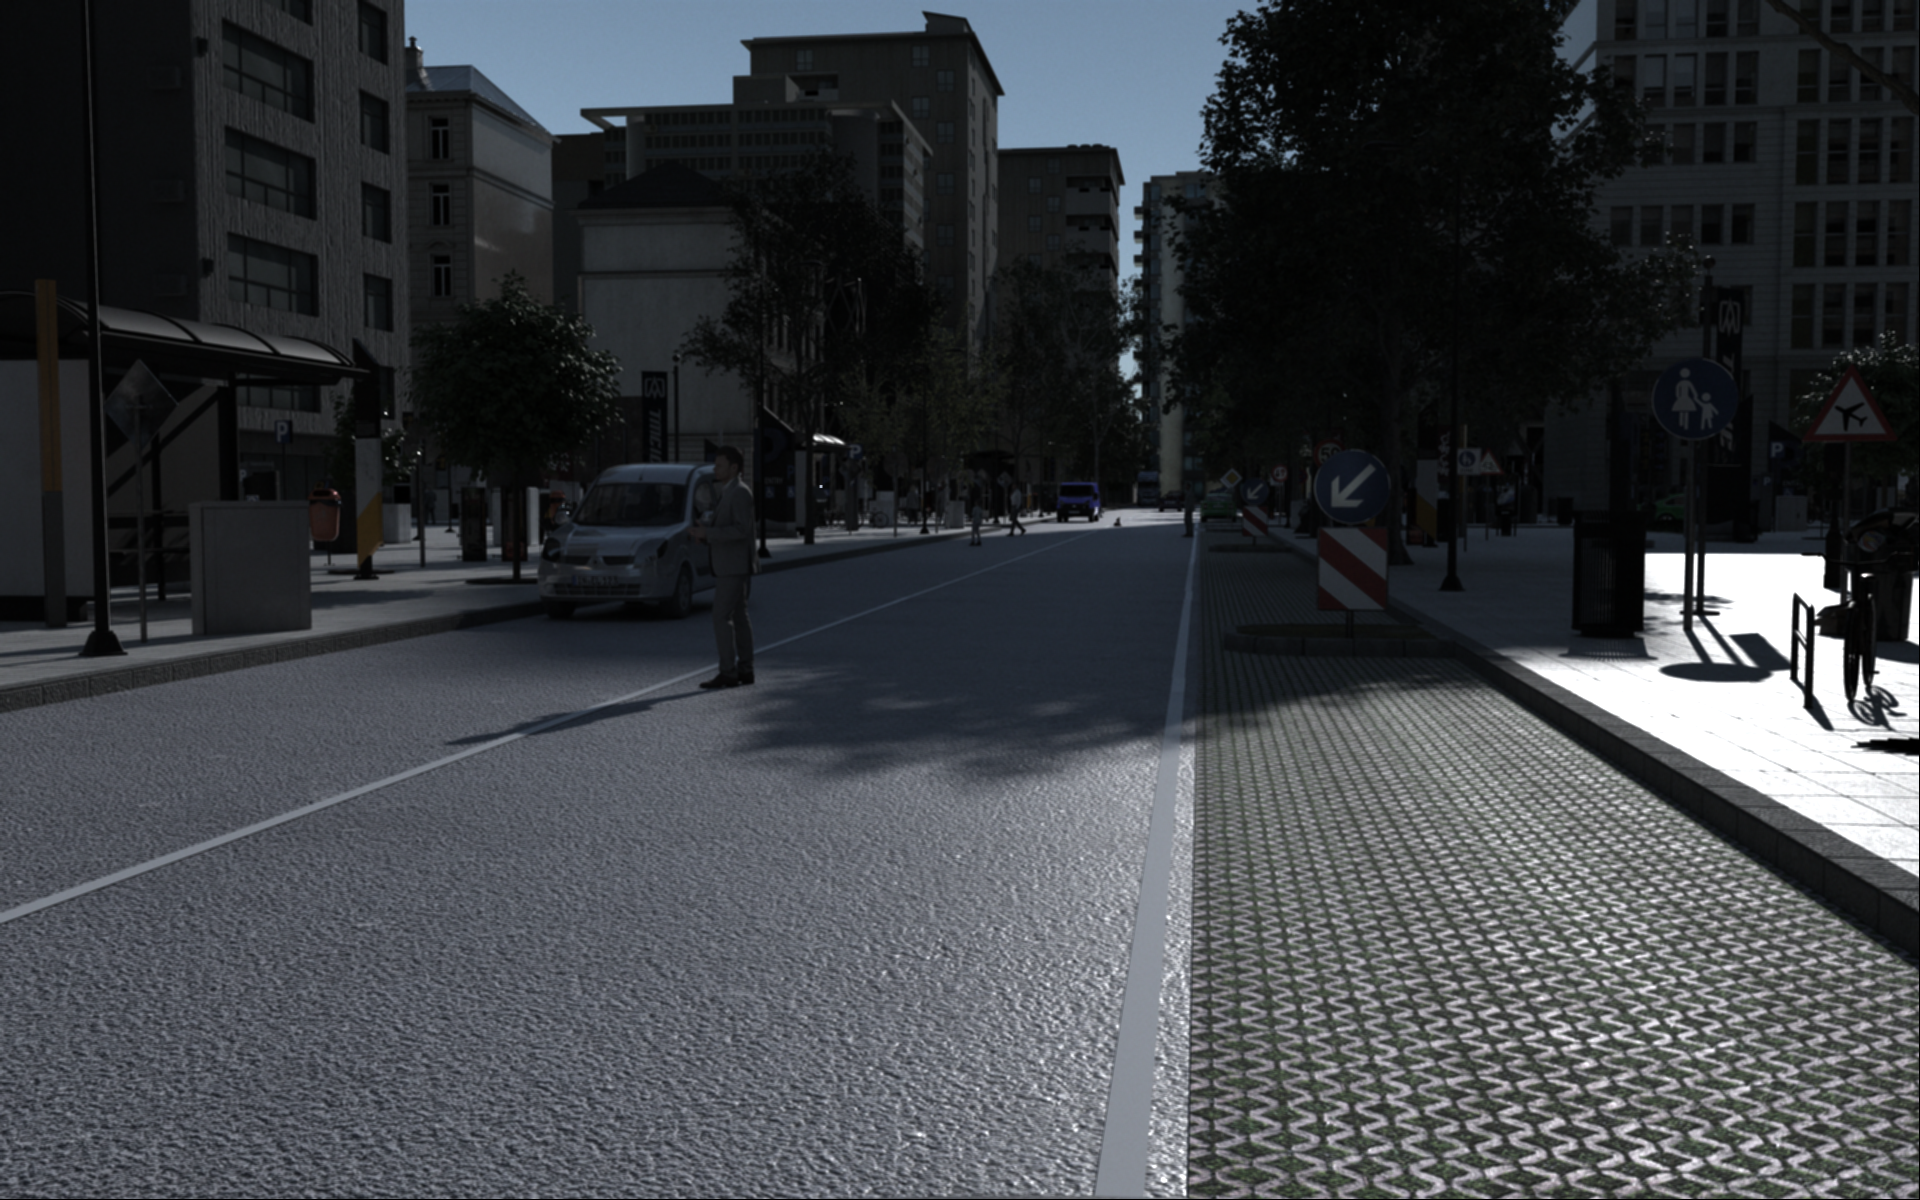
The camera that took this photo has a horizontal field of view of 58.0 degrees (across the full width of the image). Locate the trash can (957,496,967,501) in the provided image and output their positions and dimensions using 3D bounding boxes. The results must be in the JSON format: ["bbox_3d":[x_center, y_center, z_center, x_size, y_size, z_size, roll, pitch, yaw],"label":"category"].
[{"bbox_3d":[0.211,-5.935,108.683,0.748,1.137,0.748,0,3,0],"label":"trash can"}]

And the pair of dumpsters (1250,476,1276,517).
[{"bbox_3d":[16.623,-5.683,95.406,1.574,2.255,4.437,0,4,8],"label":"pair of dumpsters"}]

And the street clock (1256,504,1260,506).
[{"bbox_3d":[15.589,-5.257,90.527,0.358,2.002,0.471,-2,4,-34],"label":"street clock"}]

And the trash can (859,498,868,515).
[{"bbox_3d":[-5.943,-5.783,106.205,0.748,1.137,0.748,0,3,0],"label":"trash can"}]

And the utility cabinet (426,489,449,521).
[{"bbox_3d":[-24.893,-4.524,82.653,1.173,1.500,0.318,1,4,19],"label":"utility cabinet"}]

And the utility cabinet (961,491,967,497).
[{"bbox_3d":[0.651,-7.774,135.783,1.173,1.500,0.318,1,4,9],"label":"utility cabinet"}]

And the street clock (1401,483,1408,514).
[{"bbox_3d":[28.870,-6.607,112.602,0.358,2.002,0.471,3,5,43],"label":"street clock"}]

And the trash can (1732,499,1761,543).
[{"bbox_3d":[20.618,-2.067,45.452,0.748,1.137,0.748,0,3,0],"label":"trash can"}]

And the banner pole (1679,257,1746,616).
[{"bbox_3d":[8.089,-1.742,18.491,0.863,3.779,0.401,-2,4,-32],"label":"banner pole"}]

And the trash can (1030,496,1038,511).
[{"bbox_3d":[5.515,-7.229,129.854,0.748,1.137,0.748,0,3,0],"label":"trash can"}]

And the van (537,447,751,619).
[{"bbox_3d":[-3.783,-0.872,21.267,2.013,2.044,4.112,0,4,8],"label":"van"}]

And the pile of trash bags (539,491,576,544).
[{"bbox_3d":[-10.873,-2.210,45.878,1.912,1.369,3.447,0,4,-6],"label":"pile of trash bags"}]

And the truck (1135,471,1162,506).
[{"bbox_3d":[23.000,-13.374,208.416,2.967,4.110,18.799,1,4,9],"label":"truck"}]

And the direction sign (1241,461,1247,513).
[{"bbox_3d":[19.549,-7.772,119.066,0.379,3.537,0.876,2,4,28],"label":"direction sign"}]

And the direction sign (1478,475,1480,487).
[{"bbox_3d":[29.993,-6.613,100.123,0.379,3.537,0.876,1,4,13],"label":"direction sign"}]

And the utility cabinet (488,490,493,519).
[{"bbox_3d":[-22.935,-4.740,86.174,1.173,1.500,0.318,2,4,33],"label":"utility cabinet"}]

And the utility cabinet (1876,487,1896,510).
[{"bbox_3d":[29.577,-2.810,54.616,1.173,1.500,0.318,3,4,37],"label":"utility cabinet"}]

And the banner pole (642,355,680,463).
[{"bbox_3d":[-5.316,-2.515,31.145,0.863,3.779,0.401,-2,4,-23],"label":"banner pole"}]

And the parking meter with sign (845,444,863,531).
[{"bbox_3d":[-3.782,-3.944,60.746,0.543,3.016,1.738,-1,4,-11],"label":"parking meter with sign"}]

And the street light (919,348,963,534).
[{"bbox_3d":[-0.600,-5.064,55.345,1.470,5.913,1.316,0,4,8],"label":"street light"}]

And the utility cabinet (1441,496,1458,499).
[{"bbox_3d":[18.061,-3.232,64.004,0.306,1.237,1.020,0,4,-4],"label":"utility cabinet"}]

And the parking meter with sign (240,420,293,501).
[{"bbox_3d":[-16.391,-2.690,40.240,0.543,3.016,1.738,2,4,32],"label":"parking meter with sign"}]

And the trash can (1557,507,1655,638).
[{"bbox_3d":[5.835,-0.240,15.578,0.748,1.137,0.748,0,3,0],"label":"trash can"}]

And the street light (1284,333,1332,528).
[{"bbox_3d":[8.770,-4.352,43.691,1.470,5.913,1.316,0,4,8],"label":"street light"}]

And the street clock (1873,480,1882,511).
[{"bbox_3d":[32.760,-3.497,61.749,0.358,2.002,0.471,0,4,4],"label":"street clock"}]

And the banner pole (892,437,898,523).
[{"bbox_3d":[-2.859,-5.277,76.291,0.401,3.779,0.863,-1,4,-20],"label":"banner pole"}]

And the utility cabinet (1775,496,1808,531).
[{"bbox_3d":[28.575,-2.959,59.545,1.020,1.237,0.306,0,4,-7],"label":"utility cabinet"}]

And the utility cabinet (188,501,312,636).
[{"bbox_3d":[-6.593,-0.302,16.106,0.306,1.237,1.020,3,5,43],"label":"utility cabinet"}]

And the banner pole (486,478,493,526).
[{"bbox_3d":[-19.058,-4.865,69.552,0.863,3.779,0.401,1,4,18],"label":"banner pole"}]

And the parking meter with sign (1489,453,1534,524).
[{"bbox_3d":[23.327,-4.711,73.281,1.738,3.016,0.543,2,4,26],"label":"parking meter with sign"}]

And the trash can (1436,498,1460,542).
[{"bbox_3d":[13.416,-2.263,48.658,0.748,1.137,0.748,0,3,0],"label":"trash can"}]

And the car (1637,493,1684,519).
[{"bbox_3d":[28.530,-3.558,66.966,4.718,1.807,1.959,1,4,9],"label":"car"}]

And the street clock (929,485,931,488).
[{"bbox_3d":[-2.591,-8.393,141.795,0.358,2.002,0.471,-2,4,-28],"label":"street clock"}]

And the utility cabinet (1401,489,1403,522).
[{"bbox_3d":[19.740,-4.249,78.157,0.318,1.500,1.173,0,4,7],"label":"utility cabinet"}]

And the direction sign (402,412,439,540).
[{"bbox_3d":[-15.021,-3.423,47.968,0.379,3.537,0.876,3,5,40],"label":"direction sign"}]

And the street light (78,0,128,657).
[{"bbox_3d":[-6.292,-2.508,13.541,1.470,5.913,1.316,0,4,8],"label":"street light"}]

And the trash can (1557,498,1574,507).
[{"bbox_3d":[24.869,-3.641,71.188,0.748,1.137,0.748,0,3,0],"label":"trash can"}]

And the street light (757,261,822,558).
[{"bbox_3d":[-3.439,-3.800,34.672,1.470,5.913,1.316,0,4,8],"label":"street light"}]

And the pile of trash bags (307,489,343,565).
[{"bbox_3d":[-12.745,-1.288,30.817,3.447,1.369,1.912,0,4,-6],"label":"pile of trash bags"}]

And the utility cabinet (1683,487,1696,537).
[{"bbox_3d":[21.722,-2.554,50.442,1.173,1.500,0.318,1,4,22],"label":"utility cabinet"}]

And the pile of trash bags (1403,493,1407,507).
[{"bbox_3d":[29.774,-6.142,110.166,3.447,1.369,1.912,-1,4,-14],"label":"pile of trash bags"}]

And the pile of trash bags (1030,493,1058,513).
[{"bbox_3d":[7.097,-7.528,132.837,3.447,1.369,1.912,1,4,11],"label":"pile of trash bags"}]

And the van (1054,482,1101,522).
[{"bbox_3d":[6.129,-5.209,89.557,2.240,2.365,5.245,1,4,9],"label":"van"}]

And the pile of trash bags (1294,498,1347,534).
[{"bbox_3d":[12.115,-2.795,55.446,1.912,1.369,3.447,-1,4,-13],"label":"pile of trash bags"}]

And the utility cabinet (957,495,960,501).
[{"bbox_3d":[-0.548,-7.771,138.217,1.020,1.237,0.306,0,4,3],"label":"utility cabinet"}]

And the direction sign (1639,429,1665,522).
[{"bbox_3d":[24.129,-4.188,60.463,0.876,3.537,0.379,0,4,-3],"label":"direction sign"}]

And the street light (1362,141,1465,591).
[{"bbox_3d":[5.989,-3.079,22.889,1.470,5.913,1.316,0,4,8],"label":"street light"}]

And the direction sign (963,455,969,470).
[{"bbox_3d":[0.632,-6.640,100.554,0.876,3.537,0.379,1,4,13],"label":"direction sign"}]

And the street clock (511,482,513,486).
[{"bbox_3d":[-24.585,-5.573,95.696,0.471,2.002,0.358,3,4,36],"label":"street clock"}]

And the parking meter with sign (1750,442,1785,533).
[{"bbox_3d":[27.093,-3.806,58.482,0.543,3.016,1.738,0,4,-3],"label":"parking meter with sign"}]

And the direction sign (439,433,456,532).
[{"bbox_3d":[-17.085,-4.034,57.948,0.876,3.537,0.379,0,4,-7],"label":"direction sign"}]

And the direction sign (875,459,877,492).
[{"bbox_3d":[-4.738,-6.475,97.861,0.379,3.537,0.876,-1,4,-10],"label":"direction sign"}]

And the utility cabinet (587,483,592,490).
[{"bbox_3d":[-6.826,-1.580,34.516,1.173,1.500,0.318,1,4,17],"label":"utility cabinet"}]

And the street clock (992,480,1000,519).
[{"bbox_3d":[1.858,-5.188,89.391,0.358,2.002,0.471,2,4,35],"label":"street clock"}]

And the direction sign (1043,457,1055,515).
[{"bbox_3d":[5.450,-6.967,105.903,0.876,3.537,0.379,3,5,41],"label":"direction sign"}]

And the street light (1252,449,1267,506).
[{"bbox_3d":[11.756,-5.641,64.779,1.470,5.913,1.316,0,4,8],"label":"street light"}]

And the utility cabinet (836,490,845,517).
[{"bbox_3d":[-6.852,-5.378,96.613,1.173,1.500,0.318,3,5,45],"label":"utility cabinet"}]

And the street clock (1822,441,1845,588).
[{"bbox_3d":[11.933,-1.166,23.627,0.358,2.002,0.471,3,5,40],"label":"street clock"}]
